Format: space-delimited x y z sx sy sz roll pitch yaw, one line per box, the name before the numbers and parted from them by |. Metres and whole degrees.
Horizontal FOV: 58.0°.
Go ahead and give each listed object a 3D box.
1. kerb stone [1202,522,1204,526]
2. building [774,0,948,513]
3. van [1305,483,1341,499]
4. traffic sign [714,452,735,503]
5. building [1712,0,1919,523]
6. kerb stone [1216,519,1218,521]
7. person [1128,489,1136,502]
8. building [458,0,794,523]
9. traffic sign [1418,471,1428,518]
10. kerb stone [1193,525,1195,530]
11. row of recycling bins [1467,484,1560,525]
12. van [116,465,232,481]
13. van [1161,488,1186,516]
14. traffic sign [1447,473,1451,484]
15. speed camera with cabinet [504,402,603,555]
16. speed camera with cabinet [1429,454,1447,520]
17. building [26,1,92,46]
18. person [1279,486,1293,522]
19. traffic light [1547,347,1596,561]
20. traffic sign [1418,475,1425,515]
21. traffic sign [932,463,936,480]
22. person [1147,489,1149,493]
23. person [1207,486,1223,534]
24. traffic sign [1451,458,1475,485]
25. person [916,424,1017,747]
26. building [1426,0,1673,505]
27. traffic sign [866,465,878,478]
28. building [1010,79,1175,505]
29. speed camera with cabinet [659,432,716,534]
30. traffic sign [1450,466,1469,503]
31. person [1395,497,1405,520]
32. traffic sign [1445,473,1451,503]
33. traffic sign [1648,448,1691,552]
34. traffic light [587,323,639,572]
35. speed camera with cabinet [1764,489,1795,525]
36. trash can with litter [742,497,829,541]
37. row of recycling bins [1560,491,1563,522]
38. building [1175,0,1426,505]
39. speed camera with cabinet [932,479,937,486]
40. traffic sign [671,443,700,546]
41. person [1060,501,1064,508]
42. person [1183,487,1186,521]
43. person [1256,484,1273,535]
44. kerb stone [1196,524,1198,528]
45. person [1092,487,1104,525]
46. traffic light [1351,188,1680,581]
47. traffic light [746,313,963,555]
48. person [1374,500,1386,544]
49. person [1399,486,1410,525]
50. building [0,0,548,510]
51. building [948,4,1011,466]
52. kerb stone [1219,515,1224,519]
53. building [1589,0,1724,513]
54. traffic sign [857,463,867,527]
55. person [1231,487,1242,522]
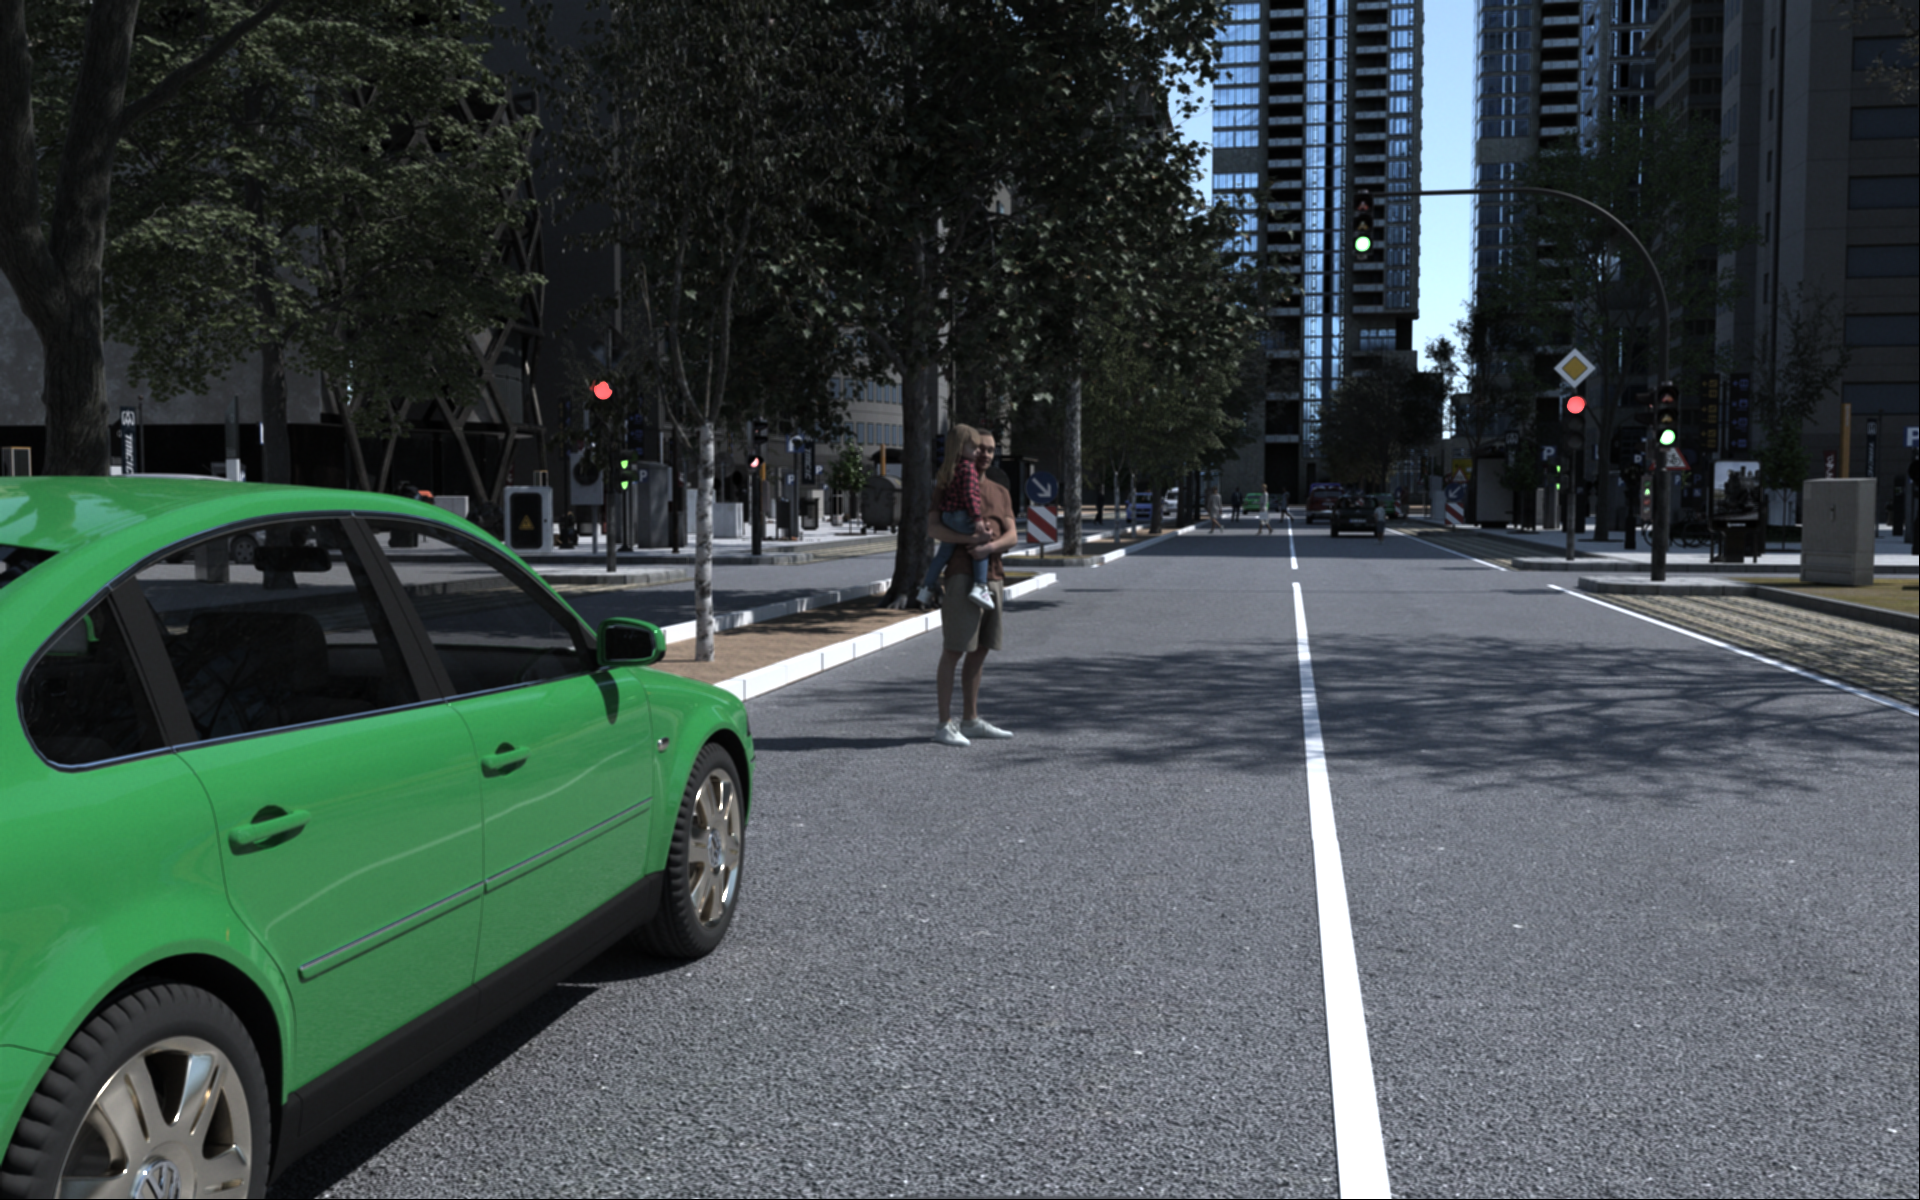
kerb stone | 10.419 -3.258 75.488 0.120 0.150 1.000 1 4 11
building | -13.887 -35.841 127.999 21.231 58.520 28.212 1 4 11
van | 21.253 -5.900 100.845 2.240 2.365 5.245 1 4 11
traffic sign | -7.125 -3.179 52.077 0.768 2.556 0.104 1 4 18
building | 50.203 -33.353 87.318 21.231 58.520 28.212 1 4 11
kerb stone | 13.267 -4.185 90.617 0.120 0.150 1.000 1 4 11
person | 10.291 -5.766 102.871 0.635 1.810 0.391 -2 4 -33
building | -18.192 -17.996 87.734 14.314 27.812 24.014 1 4 11
traffic sign | 25.357 -5.769 94.335 0.884 2.594 0.081 1 4 11
kerb stone | 9.081 -2.825 68.414 0.120 0.150 1.000 1 4 11
row of recycling bins | 23.238 -4.028 72.974 3.534 1.692 1.069 1 4 11
van | -15.149 -1.713 35.015 4.112 2.044 2.013 1 4 12
van | 14.530 -6.666 116.007 2.013 2.044 4.112 1 4 11
traffic sign | 28.593 -6.129 100.309 0.768 2.556 0.104 1 4 18
speed camera with cabinet | -8.633 -2.598 36.813 2.038 3.252 0.660 -1 4 -10
speed camera with cabinet | 23.596 -5.575 85.491 0.660 3.252 2.038 0 4 7
building | -53.775 -16.155 68.653 34.151 26.468 19.350 1 4 11
person | 16.342 -4.794 86.975 0.778 1.811 0.616 0 4 0
traffic light | 11.770 -2.717 33.343 0.839 4.253 0.868 1 4 11
traffic sign | 28.635 -6.533 106.926 0.768 2.556 0.104 1 4 14
traffic sign | -1.290 -4.217 69.050 0.768 2.556 0.104 1 4 13
person | 14.249 -7.501 131.135 1.348 1.826 0.705 -3 4 -37
person | 9.267 -3.269 62.696 0.466 1.731 0.760 -3 5 -45
traffic sign | 28.947 -6.365 97.946 2.265 3.308 0.079 1 4 13
person | 0.041 -0.092 9.977 0.573 1.828 0.580 0 4 4
building | 73.360 -54.656 206.301 31.000 86.520 22.319 1 4 11
traffic sign | -3.925 -4.562 74.699 0.768 2.556 0.104 1 4 14
building | 14.832 -38.705 222.063 27.495 52.752 28.713 1 4 11
speed camera with cabinet | -8.911 -3.757 55.760 2.038 3.252 0.660 -1 4 -10
traffic sign | 23.380 -4.961 81.120 0.884 2.594 0.081 1 4 11
person | 22.206 -4.823 87.130 0.659 1.850 0.755 -1 4 -18
traffic sign | 29.684 -6.406 104.838 0.768 2.556 0.104 1 4 13
traffic sign | 15.759 -2.355 38.507 0.884 2.594 0.081 1 4 15
traffic light | -5.742 -2.420 28.489 0.839 4.253 0.868 1 4 11
speed camera with cabinet | 25.121 -3.592 53.061 0.660 3.252 2.038 1 4 16
trash can with litter | -5.059 -2.243 47.738 2.233 1.210 1.678 3 5 42
row of recycling bins | 27.665 -4.481 80.383 1.069 1.692 3.534 0 4 -7
building | 42.980 -55.034 212.476 31.000 86.520 22.319 1 4 11
speed camera with cabinet | -0.650 -6.926 107.576 2.038 3.252 0.660 2 4 24
traffic sign | -6.761 -2.600 42.618 0.768 2.556 0.104 1 4 13
person | 4.281 -3.629 68.188 0.716 1.782 0.532 0 4 8
person | 11.463 -4.871 88.242 0.635 1.810 0.391 -1 4 -19
person | 10.705 -3.177 60.802 0.624 1.780 0.694 1 4 11
kerb stone | 9.471 -2.943 70.432 0.120 0.150 1.000 1 4 11
person | 6.471 -4.387 80.643 0.534 1.772 0.576 0 4 -7
traffic light | 8.219 -3.124 25.742 4.771 5.953 1.251 1 4 11
traffic light | -2.191 -3.750 35.984 4.771 5.953 1.251 1 4 11
person | 12.127 -2.254 50.036 0.332 1.250 0.352 2 4 26
person | 20.548 -4.377 80.039 0.573 1.828 0.580 -1 4 -22
building | -23.991 -11.902 62.045 16.820 18.784 16.811 1 4 11
building | -7.186 -33.131 165.400 21.600 48.544 21.300 1 4 11
kerb stone | 14.791 -4.677 98.671 0.120 0.150 1.000 1 4 11
building | 61.862 -26.153 119.483 32.217 40.220 23.993 1 4 11
traffic sign | -4.023 -4.178 68.414 0.768 2.556 0.104 1 4 17
person | 14.386 -4.986 90.202 0.721 1.800 0.419 -1 4 -15
